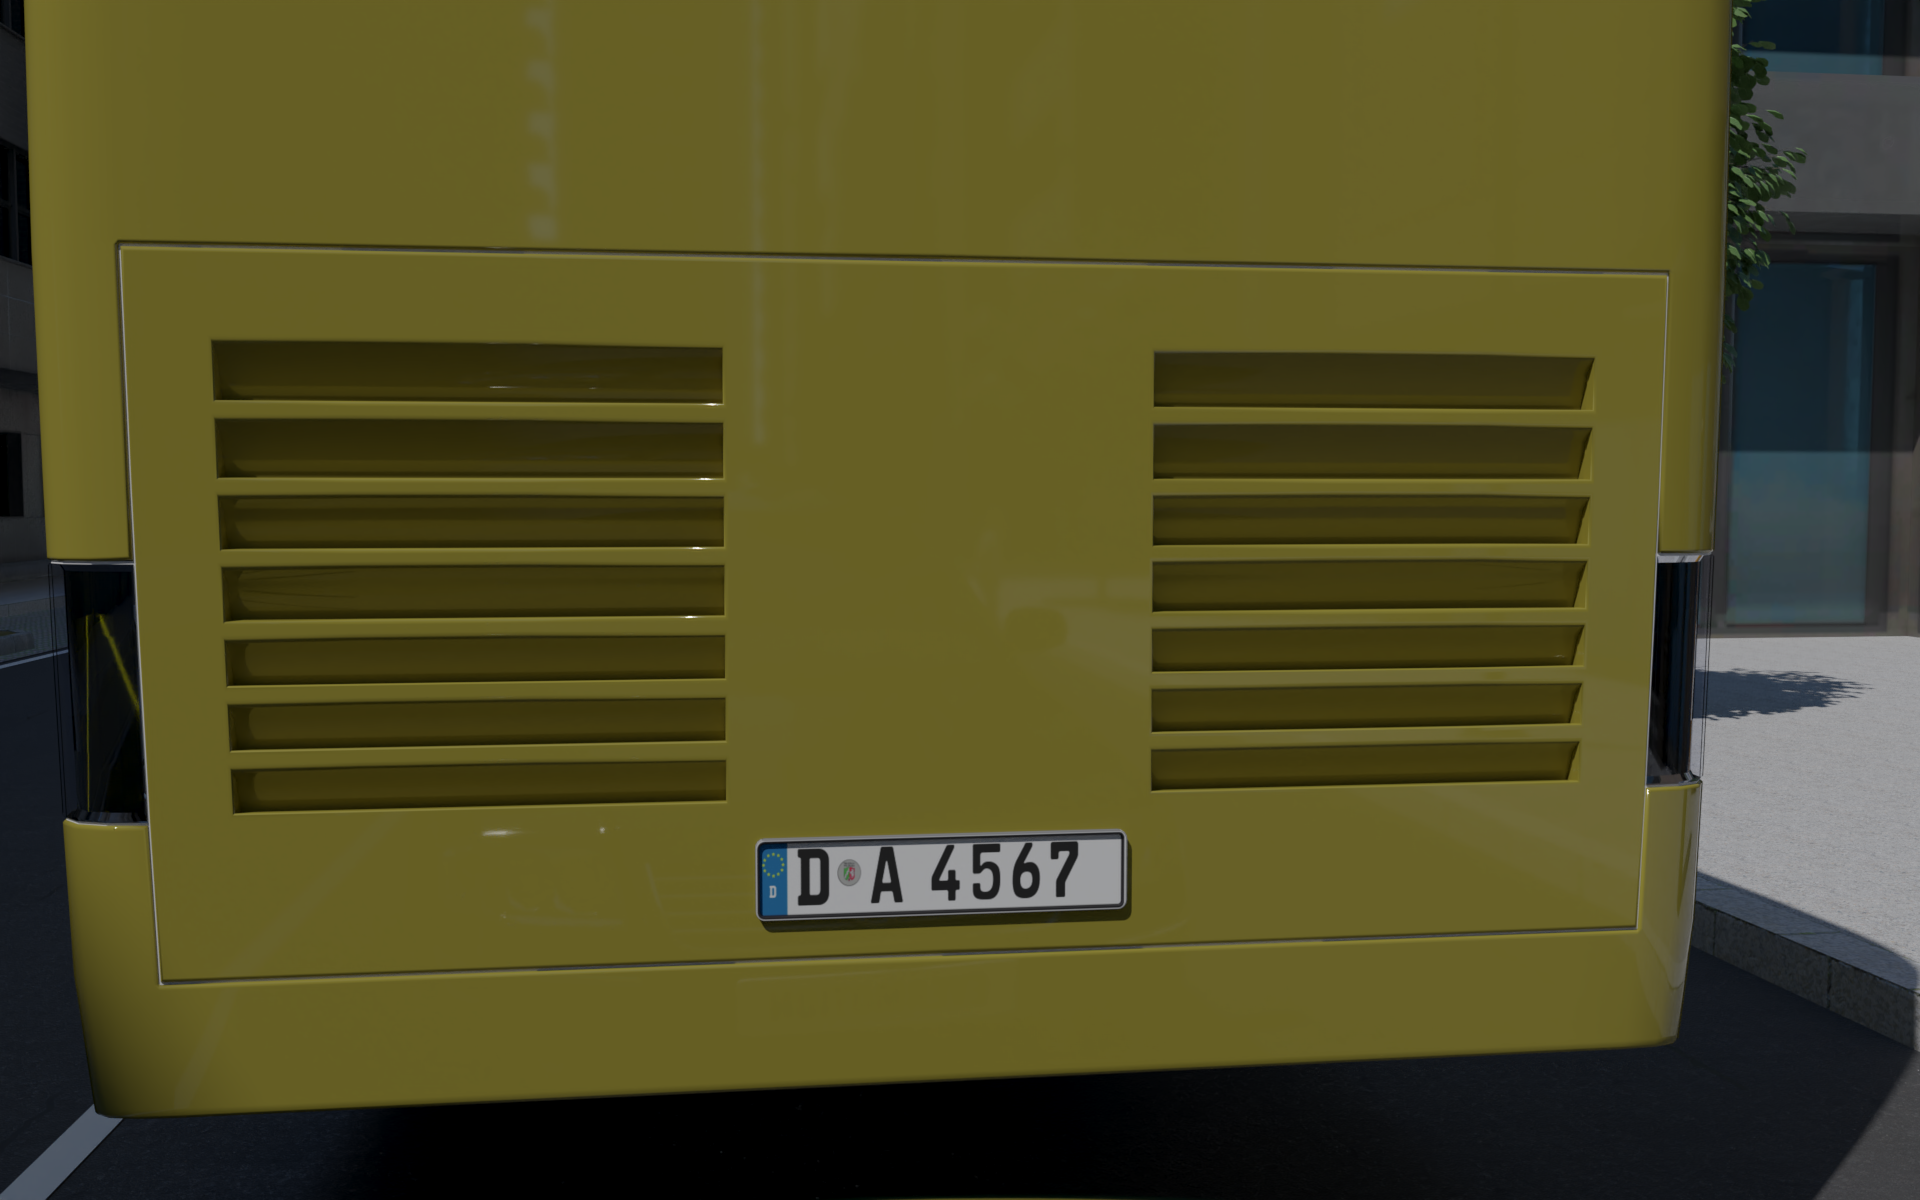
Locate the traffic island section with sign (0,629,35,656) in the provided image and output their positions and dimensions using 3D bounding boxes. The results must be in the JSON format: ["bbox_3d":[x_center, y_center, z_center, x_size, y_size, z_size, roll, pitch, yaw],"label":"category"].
[{"bbox_3d":[-9.457,-0.410,15.334,1.989,1.847,2.006,0,4,-8],"label":"traffic island section with sign"}]

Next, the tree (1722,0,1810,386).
[{"bbox_3d":[3.100,-1.598,9.845,4.285,4.588,4.351,0,3,0],"label":"tree"}]

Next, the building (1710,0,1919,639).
[{"bbox_3d":[11.429,-24.949,27.530,23.786,49.044,30.456,0,4,-8],"label":"building"}]

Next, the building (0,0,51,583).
[{"bbox_3d":[-17.720,-11.882,13.342,14.314,24.678,30.058,0,4,-8],"label":"building"}]

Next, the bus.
[{"bbox_3d":[-0.880,-1.038,8.524,2.896,3.916,12.252,0,4,-8],"label":"bus"}]
